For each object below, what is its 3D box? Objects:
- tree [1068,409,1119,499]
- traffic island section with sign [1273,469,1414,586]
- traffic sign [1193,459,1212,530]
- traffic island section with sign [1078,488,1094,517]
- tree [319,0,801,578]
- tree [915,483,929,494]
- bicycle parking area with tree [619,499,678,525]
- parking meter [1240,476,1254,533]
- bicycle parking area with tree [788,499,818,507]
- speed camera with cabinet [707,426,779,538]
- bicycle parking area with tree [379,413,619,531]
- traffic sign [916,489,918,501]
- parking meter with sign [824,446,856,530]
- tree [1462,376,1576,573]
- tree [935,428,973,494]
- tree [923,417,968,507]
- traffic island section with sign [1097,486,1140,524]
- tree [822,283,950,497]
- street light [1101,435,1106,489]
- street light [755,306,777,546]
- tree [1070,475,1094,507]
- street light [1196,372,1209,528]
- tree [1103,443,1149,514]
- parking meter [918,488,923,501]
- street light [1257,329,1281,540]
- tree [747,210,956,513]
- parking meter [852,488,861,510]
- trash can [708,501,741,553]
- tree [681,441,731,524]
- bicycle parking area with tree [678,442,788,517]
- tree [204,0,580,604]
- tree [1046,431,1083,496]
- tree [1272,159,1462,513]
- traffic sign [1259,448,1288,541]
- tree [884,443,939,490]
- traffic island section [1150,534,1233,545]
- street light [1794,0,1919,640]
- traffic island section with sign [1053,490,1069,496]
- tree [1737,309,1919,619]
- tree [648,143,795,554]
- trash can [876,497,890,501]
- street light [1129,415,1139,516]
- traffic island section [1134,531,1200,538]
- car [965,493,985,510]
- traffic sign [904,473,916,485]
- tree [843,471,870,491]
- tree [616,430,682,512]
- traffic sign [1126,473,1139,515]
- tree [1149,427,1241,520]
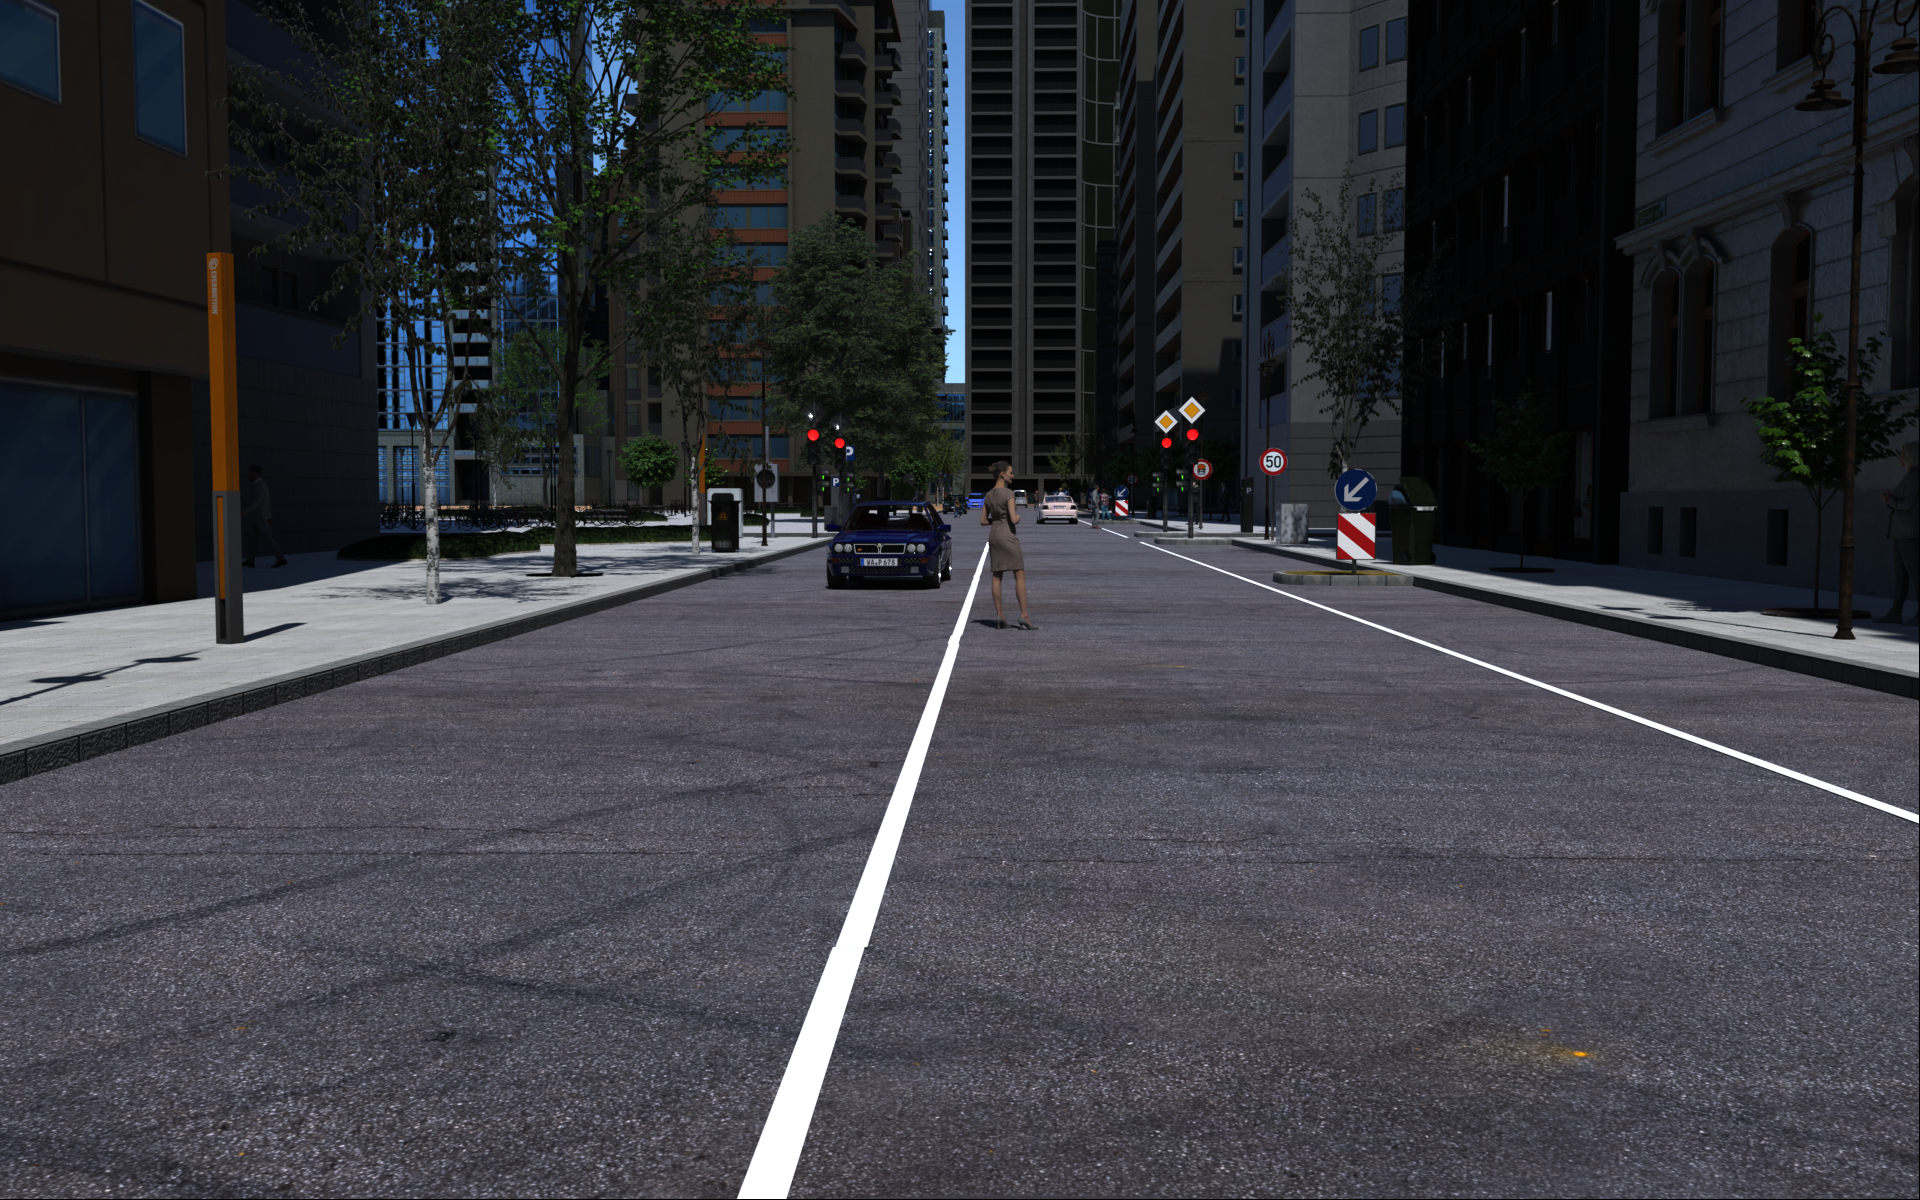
[{"bbox_3d":[11.563,-12.226,150.265,4.360,8.622,3.978,0,3,0],"label":"tree"},{"bbox_3d":[6.121,-1.181,27.943,1.989,1.847,2.006,0,4,1],"label":"traffic island section with sign"},{"bbox_3d":[8.699,-3.815,62.478,0.768,2.556,0.104,0,4,4],"label":"traffic sign"},{"bbox_3d":[8.268,-6.194,109.898,1.989,1.847,2.006,0,4,1],"label":"traffic island section with sign"},{"bbox_3d":[-6.001,-6.165,26.560,9.928,11.665,9.643,0,3,0],"label":"tree"},{"bbox_3d":[-3.098,-9.091,143.247,1.663,3.219,1.824,0,3,0],"label":"tree"},{"bbox_3d":[-17.282,-5.254,72.910,9.016,4.147,8.231,0,4,2],"label":"bicycle parking area with tree"},{"bbox_3d":[9.488,-3.156,57.311,0.399,1.863,0.255,-1,4,-15],"label":"parking meter"},{"bbox_3d":[-15.105,-8.618,127.899,9.016,4.147,8.231,0,4,-6],"label":"bicycle parking area with tree"},{"bbox_3d":[-6.306,-3.427,50.370,2.038,3.252,0.660,0,4,0],"label":"speed camera with cabinet"},{"bbox_3d":[-18.890,-4.713,64.066,9.016,4.147,8.231,1,4,22],"label":"bicycle parking area with tree"},{"bbox_3d":[-2.960,-7.297,119.404,0.768,2.556,0.104,0,4,3],"label":"traffic sign"},{"bbox_3d":[-4.303,-4.000,61.659,0.543,3.016,1.738,1,4,21],"label":"parking meter with sign"},{"bbox_3d":[9.325,-2.071,28.455,1.663,3.219,1.824,0,3,0],"label":"tree"},{"bbox_3d":[-0.889,-14.751,191.542,4.360,8.622,3.978,0,3,0],"label":"tree"},{"bbox_3d":[-1.380,-13.207,166.297,4.737,8.622,4.395,0,3,0],"label":"tree"},{"bbox_3d":[7.550,-4.528,82.668,1.989,1.847,2.006,0,4,1],"label":"traffic island section with sign"},{"bbox_3d":[-3.860,-10.615,91.676,7.486,12.596,7.792,0,3,0],"label":"tree"},{"bbox_3d":[10.945,-9.779,132.679,0.468,5.910,1.993,0,4,1],"label":"street light"},{"bbox_3d":[-4.836,-4.275,42.687,0.468,5.910,1.993,0,4,1],"label":"street light"},{"bbox_3d":[12.678,-11.118,176.373,1.663,3.219,1.824,0,3,0],"label":"tree"},{"bbox_3d":[9.103,-5.659,65.312,0.468,5.910,1.993,0,4,1],"label":"street light"},{"bbox_3d":[10.805,-6.645,92.363,4.285,4.588,4.351,0,3,0],"label":"tree"},{"bbox_3d":[-2.746,-6.986,119.933,0.255,1.863,0.399,-2,4,-25],"label":"parking meter"},{"bbox_3d":[8.653,-4.641,48.665,0.468,5.910,1.993,0,4,1],"label":"street light"},{"bbox_3d":[-4.926,-10.465,77.755,9.857,13.997,8.962,0,3,0],"label":"tree"},{"bbox_3d":[-4.519,-4.116,75.709,0.372,1.533,0.369,0,3,0],"label":"parking meter"},{"bbox_3d":[-5.154,-1.612,38.010,0.748,1.137,0.748,0,3,0],"label":"trash can"},{"bbox_3d":[-9.176,-4.140,62.288,1.663,3.219,1.824,0,3,0],"label":"tree"},{"bbox_3d":[-15.448,-6.806,98.288,9.016,4.147,8.231,1,4,11],"label":"bicycle parking area with tree"},{"bbox_3d":[-6.155,-4.242,19.718,4.360,8.622,3.978,0,3,0],"label":"tree"},{"bbox_3d":[12.469,-15.378,201.787,4.737,8.622,4.395,0,3,0],"label":"tree"},{"bbox_3d":[8.933,-5.431,39.163,4.360,8.622,3.978,0,3,0],"label":"tree"},{"bbox_3d":[8.617,-2.910,47.677,0.768,2.556,0.104,0,4,7],"label":"traffic sign"},{"bbox_3d":[-3.224,-7.913,113.097,4.285,4.588,4.351,0,3,0],"label":"tree"},{"bbox_3d":[6.695,-1.701,50.095,2.009,0.180,2.903,0,4,1],"label":"traffic island section"},{"bbox_3d":[7.826,-2.591,15.149,0.468,5.910,1.993,0,4,1],"label":"street light"},{"bbox_3d":[9.572,-9.246,159.797,1.989,1.847,2.006,0,4,1],"label":"traffic island section with sign"},{"bbox_3d":[9.007,-1.450,18.310,1.663,3.219,1.824,0,3,0],"label":"tree"},{"bbox_3d":[-5.577,-5.267,36.483,4.360,8.622,3.978,0,3,0],"label":"tree"},{"bbox_3d":[-3.755,-4.461,84.591,0.748,1.137,0.748,0,3,0],"label":"trash can"},{"bbox_3d":[9.951,-7.730,99.168,0.468,5.910,1.993,0,4,1],"label":"street light"},{"bbox_3d":[6.904,-2.189,58.077,2.009,0.180,2.903,0,4,1],"label":"traffic island section"},{"bbox_3d":[1.481,-9.243,160.714,1.945,1.707,3.694,0,4,2],"label":"car"},{"bbox_3d":[-3.040,-6.365,104.172,0.768,2.556,0.104,0,4,8],"label":"traffic sign"},{"bbox_3d":[-7.273,-7.655,119.767,1.663,3.219,1.824,0,3,0],"label":"tree"},{"bbox_3d":[-15.762,-6.372,87.891,4.285,4.588,4.351,0,3,0],"label":"tree"},{"bbox_3d":[10.480,-6.437,105.355,0.768,2.556,0.104,0,4,6],"label":"traffic sign"},{"bbox_3d":[12.395,-6.197,85.035,4.285,4.588,4.351,0,3,0],"label":"tree"}]
